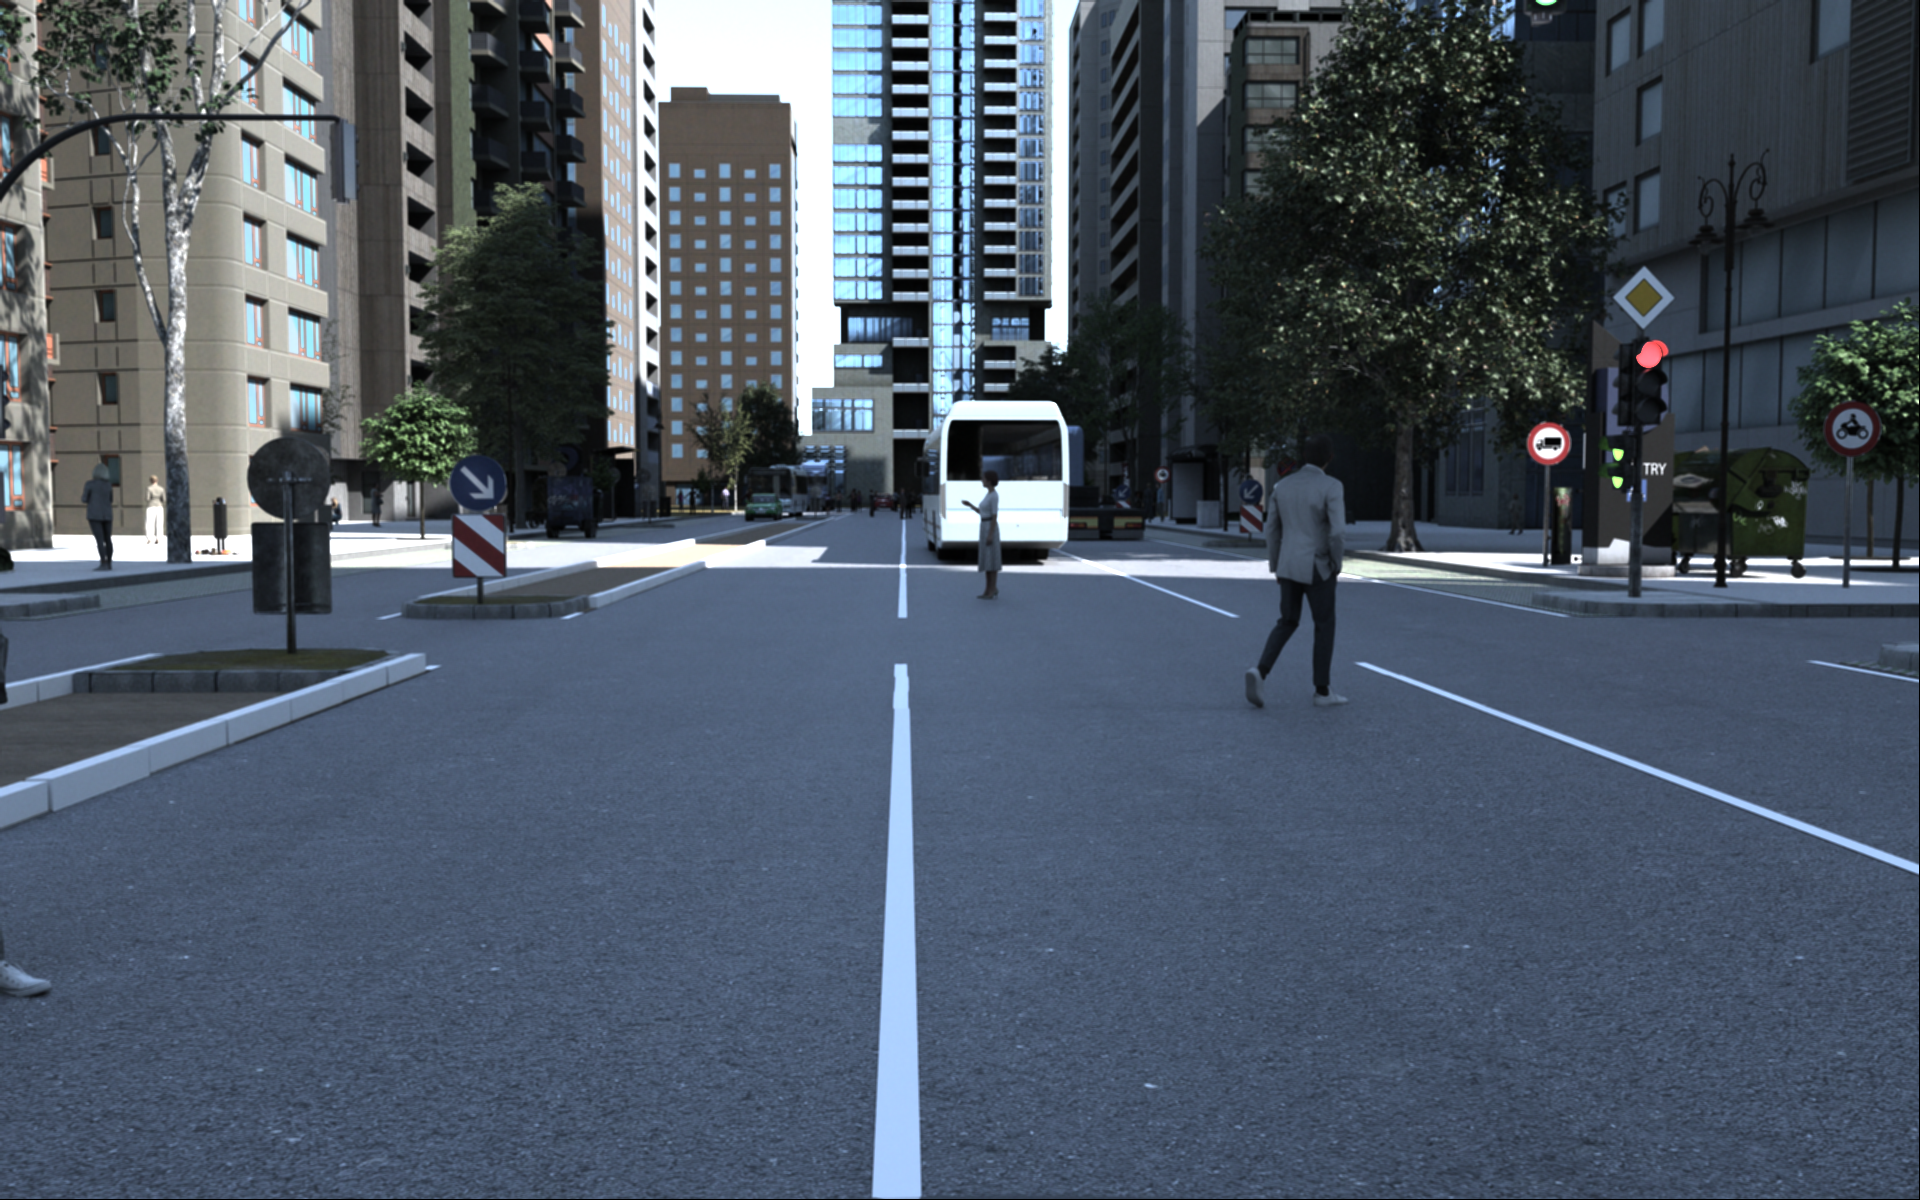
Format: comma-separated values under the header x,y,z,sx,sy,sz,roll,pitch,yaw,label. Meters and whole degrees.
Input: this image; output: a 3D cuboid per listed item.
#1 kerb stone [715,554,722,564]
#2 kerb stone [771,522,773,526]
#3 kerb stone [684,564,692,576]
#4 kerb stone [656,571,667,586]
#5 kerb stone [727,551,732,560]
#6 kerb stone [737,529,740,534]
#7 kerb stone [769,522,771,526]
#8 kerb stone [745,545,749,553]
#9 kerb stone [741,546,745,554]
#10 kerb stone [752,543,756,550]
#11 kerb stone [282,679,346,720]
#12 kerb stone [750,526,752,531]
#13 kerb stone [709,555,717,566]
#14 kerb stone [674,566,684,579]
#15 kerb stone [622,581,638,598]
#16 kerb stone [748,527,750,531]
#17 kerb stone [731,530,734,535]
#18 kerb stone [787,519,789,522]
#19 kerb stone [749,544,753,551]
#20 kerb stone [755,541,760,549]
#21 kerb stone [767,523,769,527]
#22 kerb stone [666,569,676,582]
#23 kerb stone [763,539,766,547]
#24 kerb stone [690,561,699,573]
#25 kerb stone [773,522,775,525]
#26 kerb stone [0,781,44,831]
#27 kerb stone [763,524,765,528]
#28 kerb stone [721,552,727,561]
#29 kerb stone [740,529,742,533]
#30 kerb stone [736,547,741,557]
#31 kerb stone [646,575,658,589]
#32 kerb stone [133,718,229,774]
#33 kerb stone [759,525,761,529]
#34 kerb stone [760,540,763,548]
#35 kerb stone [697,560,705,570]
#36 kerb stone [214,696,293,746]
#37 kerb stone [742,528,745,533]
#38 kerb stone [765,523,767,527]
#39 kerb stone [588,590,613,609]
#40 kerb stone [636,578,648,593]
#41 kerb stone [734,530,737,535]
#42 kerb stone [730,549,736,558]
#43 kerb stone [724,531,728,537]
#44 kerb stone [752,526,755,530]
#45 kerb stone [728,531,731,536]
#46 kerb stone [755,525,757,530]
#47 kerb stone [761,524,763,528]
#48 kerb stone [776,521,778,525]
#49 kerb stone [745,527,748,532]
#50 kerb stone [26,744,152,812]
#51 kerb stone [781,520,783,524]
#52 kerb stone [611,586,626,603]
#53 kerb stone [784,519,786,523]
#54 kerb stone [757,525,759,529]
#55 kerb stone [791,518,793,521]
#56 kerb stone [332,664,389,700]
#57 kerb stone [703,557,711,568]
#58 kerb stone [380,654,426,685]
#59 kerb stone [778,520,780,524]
x,y,z,sx,sy,sz,roll,pitch,yaw,label
-5.053,-0.814,35.509,0.120,0.150,1.000,0,4,-2,kerb stone
-8.456,-3.311,76.396,0.120,0.150,1.000,0,4,-2,kerb stone
-4.875,-0.502,30.400,0.120,0.150,1.000,0,4,-2,kerb stone
-4.783,-0.313,27.309,0.120,0.150,1.000,0,4,-2,kerb stone
-5.115,-0.933,37.564,0.120,0.150,1.000,0,4,-2,kerb stone
-7.964,-2.372,61.032,0.120,0.150,1.000,0,4,-2,kerb stone
-8.427,-3.247,75.374,0.120,0.150,1.000,0,4,-2,kerb stone
-5.245,-1.190,41.659,0.120,0.150,1.000,0,4,-2,kerb stone
-5.216,-1.118,40.638,0.120,0.150,1.000,0,4,-2,kerb stone
-5.310,-1.308,43.705,0.120,0.150,1.000,0,4,-2,kerb stone
-4.274,0.665,11.369,0.120,0.150,1.000,0,4,-2,kerb stone
-8.134,-2.688,66.151,0.120,0.150,1.000,0,4,-2,kerb stone
-5.004,-0.749,34.487,0.120,0.150,1.000,0,4,-2,kerb stone
-4.846,-0.439,29.371,0.120,0.150,1.000,0,4,-2,kerb stone
-4.681,-0.124,24.227,0.120,0.150,1.000,0,4,-2,kerb stone
-8.101,-2.626,65.129,0.120,0.150,1.000,0,4,-2,kerb stone
-7.897,-2.250,58.984,0.120,0.150,1.000,0,4,-2,kerb stone
-8.785,-3.942,86.648,0.120,0.150,1.000,0,4,-2,kerb stone
-5.270,-1.247,42.682,0.120,0.150,1.000,0,4,-2,kerb stone
-5.343,-1.377,44.738,0.120,0.150,1.000,0,4,-2,kerb stone
-8.398,-3.189,74.338,0.120,0.150,1.000,0,4,-2,kerb stone
-4.813,-0.376,28.341,0.120,0.150,1.000,0,4,-2,kerb stone
-5.406,-1.504,46.786,0.120,0.150,1.000,0,4,-2,kerb stone
-4.910,-0.564,31.422,0.120,0.150,1.000,0,4,-2,kerb stone
-8.494,-3.378,77.423,0.120,0.150,1.000,0,4,-2,kerb stone
-4.142,0.920,7.282,0.120,0.150,1.000,0,4,-2,kerb stone
-8.329,-3.062,72.294,0.120,0.150,1.000,0,4,-2,kerb stone
-5.082,-0.877,36.542,0.120,0.150,1.000,0,4,-2,kerb stone
-8.000,-2.438,62.058,0.120,0.150,1.000,0,4,-2,kerb stone
-5.179,-1.065,39.616,0.120,0.150,1.000,0,4,-2,kerb stone
-4.748,-0.250,26.284,0.120,0.150,1.000,0,4,-2,kerb stone
-4.206,0.787,9.326,0.120,0.150,1.000,0,4,-2,kerb stone
-8.269,-2.938,70.250,0.120,0.150,1.000,0,4,-2,kerb stone
-5.373,-1.439,45.765,0.120,0.150,1.000,0,4,-2,kerb stone
-4.946,-0.625,32.443,0.120,0.150,1.000,0,4,-2,kerb stone
-4.237,0.725,10.347,0.120,0.150,1.000,0,4,-2,kerb stone
-8.030,-2.501,63.080,0.120,0.150,1.000,0,4,-2,kerb stone
-8.361,-3.123,73.316,0.120,0.150,1.000,0,4,-2,kerb stone
-4.617,0.001,22.174,0.120,0.150,1.000,0,4,-2,kerb stone
-4.718,-0.186,25.262,0.120,0.150,1.000,0,4,-2,kerb stone
-7.933,-2.313,60.006,0.120,0.150,1.000,0,4,-2,kerb stone
-5.149,-0.995,38.590,0.120,0.150,1.000,0,4,-2,kerb stone
-7.834,-2.123,56.936,0.120,0.150,1.000,0,4,-2,kerb stone
-8.164,-2.750,67.184,0.120,0.150,1.000,0,4,-2,kerb stone
-7.865,-2.181,57.963,0.120,0.150,1.000,0,4,-2,kerb stone
-8.194,-2.814,68.205,0.120,0.150,1.000,0,4,-2,kerb stone
-8.300,-3.002,71.271,0.120,0.150,1.000,0,4,-2,kerb stone
-8.556,-3.503,79.469,0.120,0.150,1.000,0,4,-2,kerb stone
-8.064,-2.561,64.107,0.120,0.150,1.000,0,4,-2,kerb stone
-4.166,0.850,8.305,0.120,0.150,1.000,0,4,-2,kerb stone
-8.650,-3.687,82.546,0.120,0.150,1.000,0,4,-2,kerb stone
-4.648,-0.056,23.205,0.120,0.150,1.000,0,4,-2,kerb stone
-8.721,-3.817,84.597,0.120,0.150,1.000,0,4,-2,kerb stone
-8.227,-2.877,69.228,0.120,0.150,1.000,0,4,-2,kerb stone
-8.895,-4.130,89.725,0.120,0.150,1.000,0,4,-2,kerb stone
-4.315,0.599,12.398,0.120,0.150,1.000,0,4,-2,kerb stone
-4.985,-0.685,33.465,0.120,0.150,1.000,0,4,-2,kerb stone
-4.340,0.537,13.423,0.120,0.150,1.000,0,4,-2,kerb stone
-8.593,-3.566,80.493,0.120,0.150,1.000,0,4,-2,kerb stone
